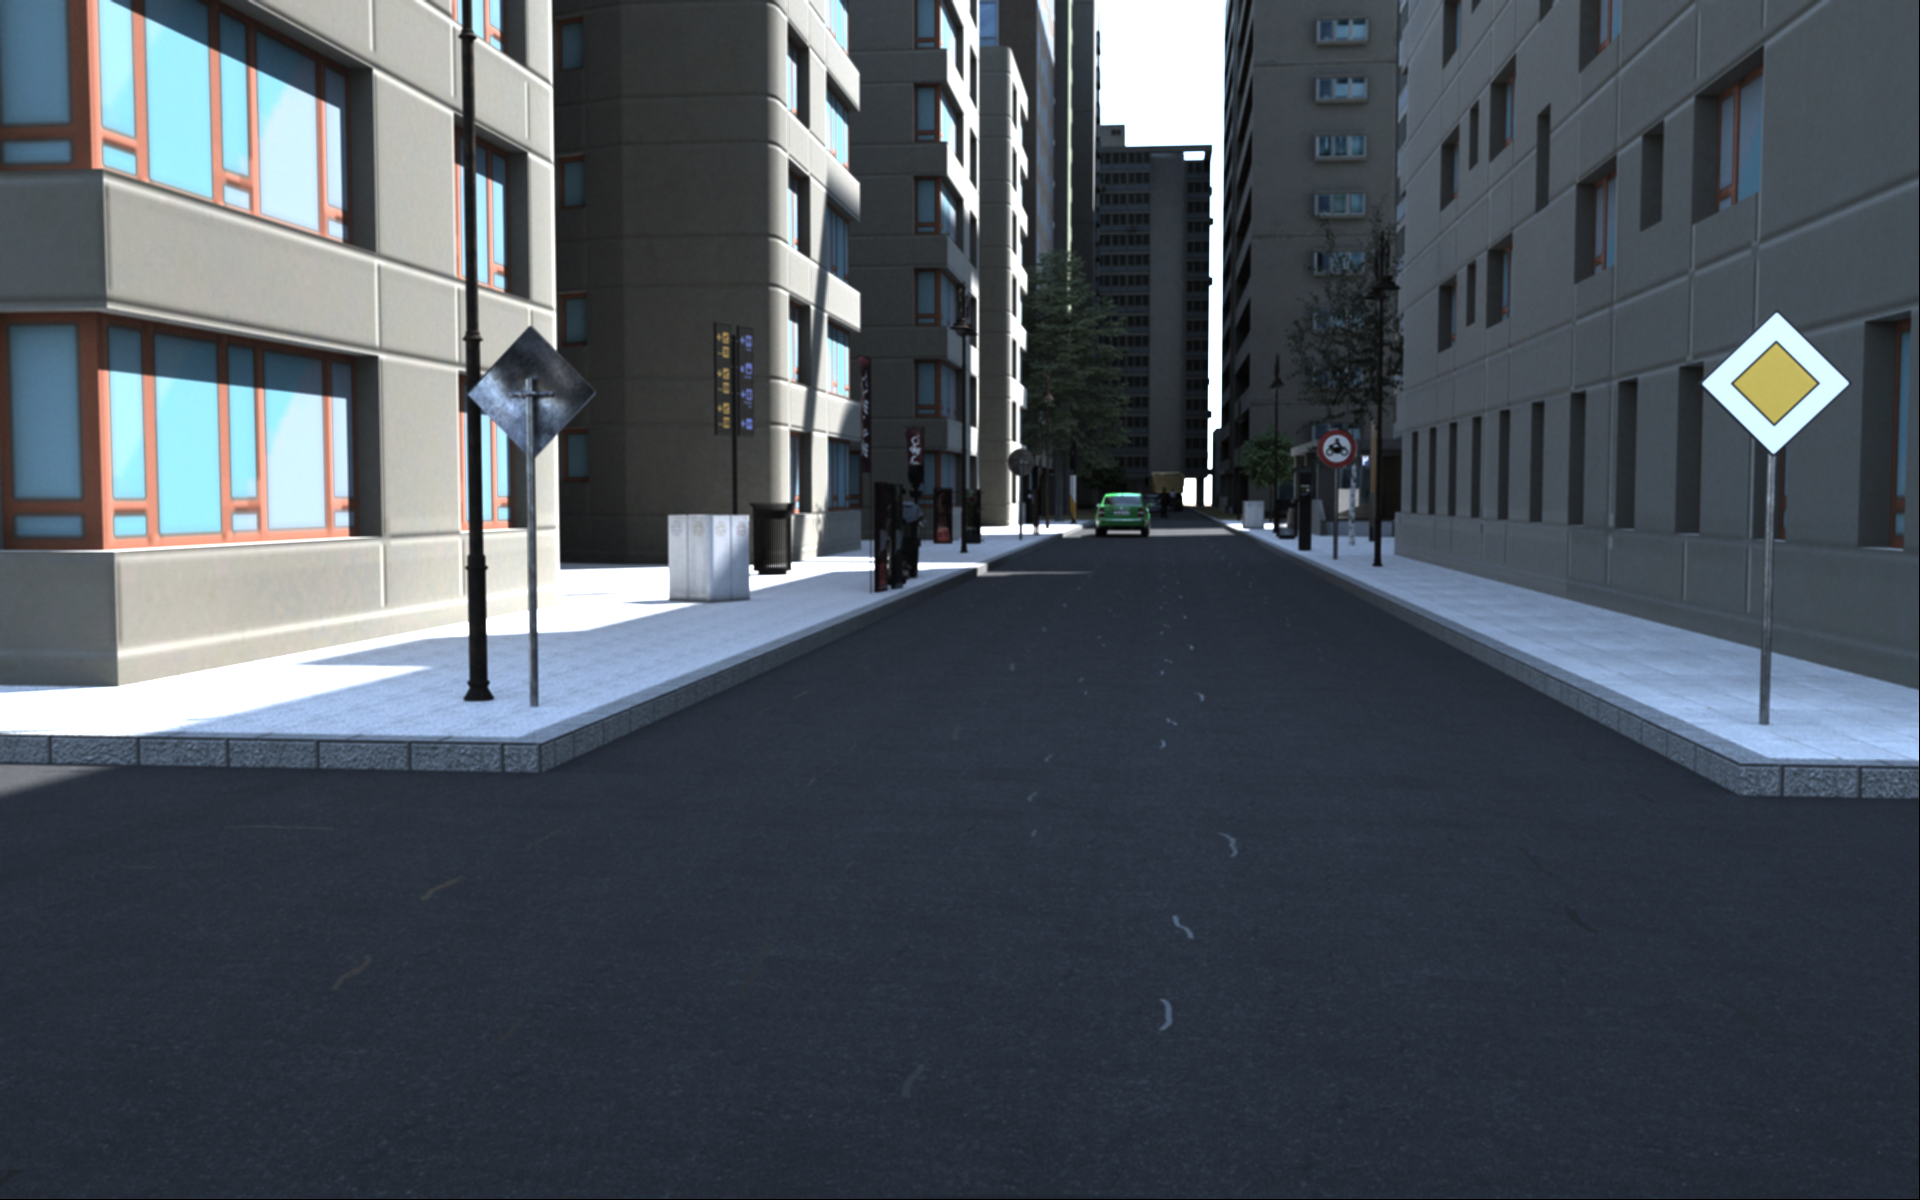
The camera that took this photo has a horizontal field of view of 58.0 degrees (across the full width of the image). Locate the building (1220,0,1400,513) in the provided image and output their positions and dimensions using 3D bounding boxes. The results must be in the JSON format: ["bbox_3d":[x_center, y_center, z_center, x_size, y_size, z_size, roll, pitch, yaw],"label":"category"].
[{"bbox_3d":[33.258,-31.947,146.033,21.300,48.544,21.600,0,4,7],"label":"building"}]

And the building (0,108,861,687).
[{"bbox_3d":[-17.680,-11.114,26.761,27.650,21.520,28.899,0,4,7],"label":"building"}]

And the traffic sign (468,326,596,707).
[{"bbox_3d":[-2.571,-0.414,10.408,0.795,2.450,0.064,0,4,7],"label":"traffic sign"}]

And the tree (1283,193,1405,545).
[{"bbox_3d":[9.883,-5.689,43.376,4.360,8.622,3.978,0,3,0],"label":"tree"}]

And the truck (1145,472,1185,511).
[{"bbox_3d":[17.783,-9.370,149.130,3.469,3.379,9.791,0,4,5],"label":"truck"}]

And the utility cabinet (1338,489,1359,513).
[{"bbox_3d":[16.223,-3.937,73.057,1.173,1.500,0.318,-1,4,-15],"label":"utility cabinet"}]

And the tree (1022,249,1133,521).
[{"bbox_3d":[4.239,-9.969,81.115,7.486,12.596,7.792,0,3,0],"label":"tree"}]

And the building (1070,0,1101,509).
[{"bbox_3d":[1.166,-32.190,150.002,21.600,48.544,21.300,0,4,7],"label":"building"}]

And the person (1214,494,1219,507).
[{"bbox_3d":[24.582,-9.362,164.834,1.065,1.426,0.557,-2,4,-29],"label":"person"}]

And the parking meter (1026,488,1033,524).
[{"bbox_3d":[3.066,-4.106,75.547,0.372,1.533,0.369,0,3,0],"label":"parking meter"}]

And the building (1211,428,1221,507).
[{"bbox_3d":[41.499,-52.742,174.999,31.000,86.520,22.319,0,4,7],"label":"building"}]

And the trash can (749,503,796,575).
[{"bbox_3d":[-2.998,-0.979,27.666,0.748,1.137,0.748,0,3,0],"label":"trash can"}]

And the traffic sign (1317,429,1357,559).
[{"bbox_3d":[7.379,-2.071,33.967,0.768,2.556,0.104,1,4,8],"label":"traffic sign"}]

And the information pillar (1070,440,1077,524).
[{"bbox_3d":[4.921,-5.138,75.363,0.183,3.616,0.504,-1,4,-19],"label":"information pillar"}]

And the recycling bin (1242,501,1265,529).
[{"bbox_3d":[10.838,-3.145,63.983,0.722,1.027,0.722,0,4,1],"label":"recycling bin"}]

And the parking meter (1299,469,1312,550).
[{"bbox_3d":[7.872,-2.065,39.479,0.255,1.863,0.399,1,4,16],"label":"parking meter"}]

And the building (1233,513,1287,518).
[{"bbox_3d":[27.282,-29.170,100.635,21.300,48.544,21.600,0,4,7],"label":"building"}]

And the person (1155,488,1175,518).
[{"bbox_3d":[12.297,-5.852,104.209,1.348,1.821,0.705,-1,4,-20],"label":"person"}]

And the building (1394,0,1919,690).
[{"bbox_3d":[21.981,-10.744,20.702,28.899,21.520,27.650,0,4,7],"label":"building"}]

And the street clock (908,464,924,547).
[{"bbox_3d":[-1.076,-2.303,42.224,0.358,2.002,0.471,1,4,21],"label":"street clock"}]

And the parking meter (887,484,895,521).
[{"bbox_3d":[-1.712,-2.062,42.128,0.372,1.533,0.369,0,3,0],"label":"parking meter"}]

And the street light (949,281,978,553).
[{"bbox_3d":[0.086,-3.974,37.762,0.468,5.910,1.993,0,4,7],"label":"street light"}]

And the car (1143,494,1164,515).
[{"bbox_3d":[13.064,-6.456,117.561,2.014,1.417,4.499,0,4,8],"label":"car"}]

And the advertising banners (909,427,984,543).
[{"bbox_3d":[-0.412,-2.981,44.922,2.074,3.025,0.090,0,4,1],"label":"advertising banners"}]

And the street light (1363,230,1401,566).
[{"bbox_3d":[7.420,-3.536,30.604,0.468,5.910,1.993,0,4,7],"label":"street light"}]

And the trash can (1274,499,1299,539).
[{"bbox_3d":[9.386,-2.326,49.681,0.748,1.137,0.748,0,3,0],"label":"trash can"}]

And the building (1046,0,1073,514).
[{"bbox_3d":[-0.480,-25.876,106.665,14.154,41.232,14.086,0,4,7],"label":"building"}]

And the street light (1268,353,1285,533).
[{"bbox_3d":[10.405,-5.151,57.003,0.468,5.910,1.993,0,4,7],"label":"street light"}]

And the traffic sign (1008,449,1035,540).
[{"bbox_3d":[1.705,-2.963,48.543,0.768,2.556,0.104,1,4,16],"label":"traffic sign"}]

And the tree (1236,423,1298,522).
[{"bbox_3d":[14.098,-5.823,78.923,4.285,4.588,4.351,0,3,0],"label":"tree"}]

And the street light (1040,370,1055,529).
[{"bbox_3d":[3.256,-5.598,64.309,0.468,5.910,1.993,0,4,7],"label":"street light"}]

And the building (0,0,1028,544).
[{"bbox_3d":[-12.437,-13.345,63.231,27.650,21.520,28.899,0,4,7],"label":"building"}]

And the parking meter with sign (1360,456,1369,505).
[{"bbox_3d":[17.785,-4.710,73.267,0.543,3.016,1.738,-3,5,-42],"label":"parking meter with sign"}]

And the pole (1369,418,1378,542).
[{"bbox_3d":[11.187,-3.239,46.797,0.158,3.312,0.155,0,3,0],"label":"pole"}]

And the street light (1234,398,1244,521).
[{"bbox_3d":[13.507,-6.789,83.795,0.468,5.910,1.993,0,4,7],"label":"street light"}]

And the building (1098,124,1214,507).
[{"bbox_3d":[14.779,-30.143,184.722,23.993,40.220,32.217,0,4,7],"label":"building"}]

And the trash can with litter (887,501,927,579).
[{"bbox_3d":[-0.836,-0.918,26.390,0.624,1.170,1.055,0,4,2],"label":"trash can with litter"}]

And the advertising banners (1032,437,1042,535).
[{"bbox_3d":[2.422,-3.558,54.362,0.090,3.025,2.074,0,4,-3],"label":"advertising banners"}]

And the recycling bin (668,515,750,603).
[{"bbox_3d":[-3.028,-0.510,20.895,0.722,1.027,0.722,3,4,36],"label":"recycling bin"}]

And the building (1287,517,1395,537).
[{"bbox_3d":[27.861,-22.334,57.036,32.217,40.220,23.993,0,4,7],"label":"building"}]

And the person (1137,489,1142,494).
[{"bbox_3d":[10.819,-5.812,104.472,0.756,1.711,0.436,-2,4,-28],"label":"person"}]

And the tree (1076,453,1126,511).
[{"bbox_3d":[11.192,-9.192,134.010,4.285,4.588,4.351,0,3,0],"label":"tree"}]

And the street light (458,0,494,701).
[{"bbox_3d":[-3.003,-2.315,10.630,0.468,5.910,1.993,0,4,7],"label":"street light"}]

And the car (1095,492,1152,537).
[{"bbox_3d":[5.632,-3.110,59.648,1.959,1.807,4.718,0,4,7],"label":"car"}]

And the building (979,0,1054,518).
[{"bbox_3d":[-2.303,-27.060,92.541,14.600,45.320,14.200,0,4,7],"label":"building"}]

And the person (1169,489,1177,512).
[{"bbox_3d":[16.988,-7.913,137.745,0.709,1.838,0.599,2,4,32],"label":"person"}]

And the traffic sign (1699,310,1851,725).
[{"bbox_3d":[4.474,-0.363,9.579,0.795,2.450,0.064,0,4,7],"label":"traffic sign"}]

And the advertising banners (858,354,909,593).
[{"bbox_3d":[-1.030,-1.627,22.787,0.090,3.025,2.074,1,4,14],"label":"advertising banners"}]

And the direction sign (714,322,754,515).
[{"bbox_3d":[-3.022,-1.911,23.243,0.379,3.537,0.876,2,4,27],"label":"direction sign"}]

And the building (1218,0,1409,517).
[{"bbox_3d":[35.064,-26.379,123.176,32.217,40.220,23.993,0,4,7],"label":"building"}]
